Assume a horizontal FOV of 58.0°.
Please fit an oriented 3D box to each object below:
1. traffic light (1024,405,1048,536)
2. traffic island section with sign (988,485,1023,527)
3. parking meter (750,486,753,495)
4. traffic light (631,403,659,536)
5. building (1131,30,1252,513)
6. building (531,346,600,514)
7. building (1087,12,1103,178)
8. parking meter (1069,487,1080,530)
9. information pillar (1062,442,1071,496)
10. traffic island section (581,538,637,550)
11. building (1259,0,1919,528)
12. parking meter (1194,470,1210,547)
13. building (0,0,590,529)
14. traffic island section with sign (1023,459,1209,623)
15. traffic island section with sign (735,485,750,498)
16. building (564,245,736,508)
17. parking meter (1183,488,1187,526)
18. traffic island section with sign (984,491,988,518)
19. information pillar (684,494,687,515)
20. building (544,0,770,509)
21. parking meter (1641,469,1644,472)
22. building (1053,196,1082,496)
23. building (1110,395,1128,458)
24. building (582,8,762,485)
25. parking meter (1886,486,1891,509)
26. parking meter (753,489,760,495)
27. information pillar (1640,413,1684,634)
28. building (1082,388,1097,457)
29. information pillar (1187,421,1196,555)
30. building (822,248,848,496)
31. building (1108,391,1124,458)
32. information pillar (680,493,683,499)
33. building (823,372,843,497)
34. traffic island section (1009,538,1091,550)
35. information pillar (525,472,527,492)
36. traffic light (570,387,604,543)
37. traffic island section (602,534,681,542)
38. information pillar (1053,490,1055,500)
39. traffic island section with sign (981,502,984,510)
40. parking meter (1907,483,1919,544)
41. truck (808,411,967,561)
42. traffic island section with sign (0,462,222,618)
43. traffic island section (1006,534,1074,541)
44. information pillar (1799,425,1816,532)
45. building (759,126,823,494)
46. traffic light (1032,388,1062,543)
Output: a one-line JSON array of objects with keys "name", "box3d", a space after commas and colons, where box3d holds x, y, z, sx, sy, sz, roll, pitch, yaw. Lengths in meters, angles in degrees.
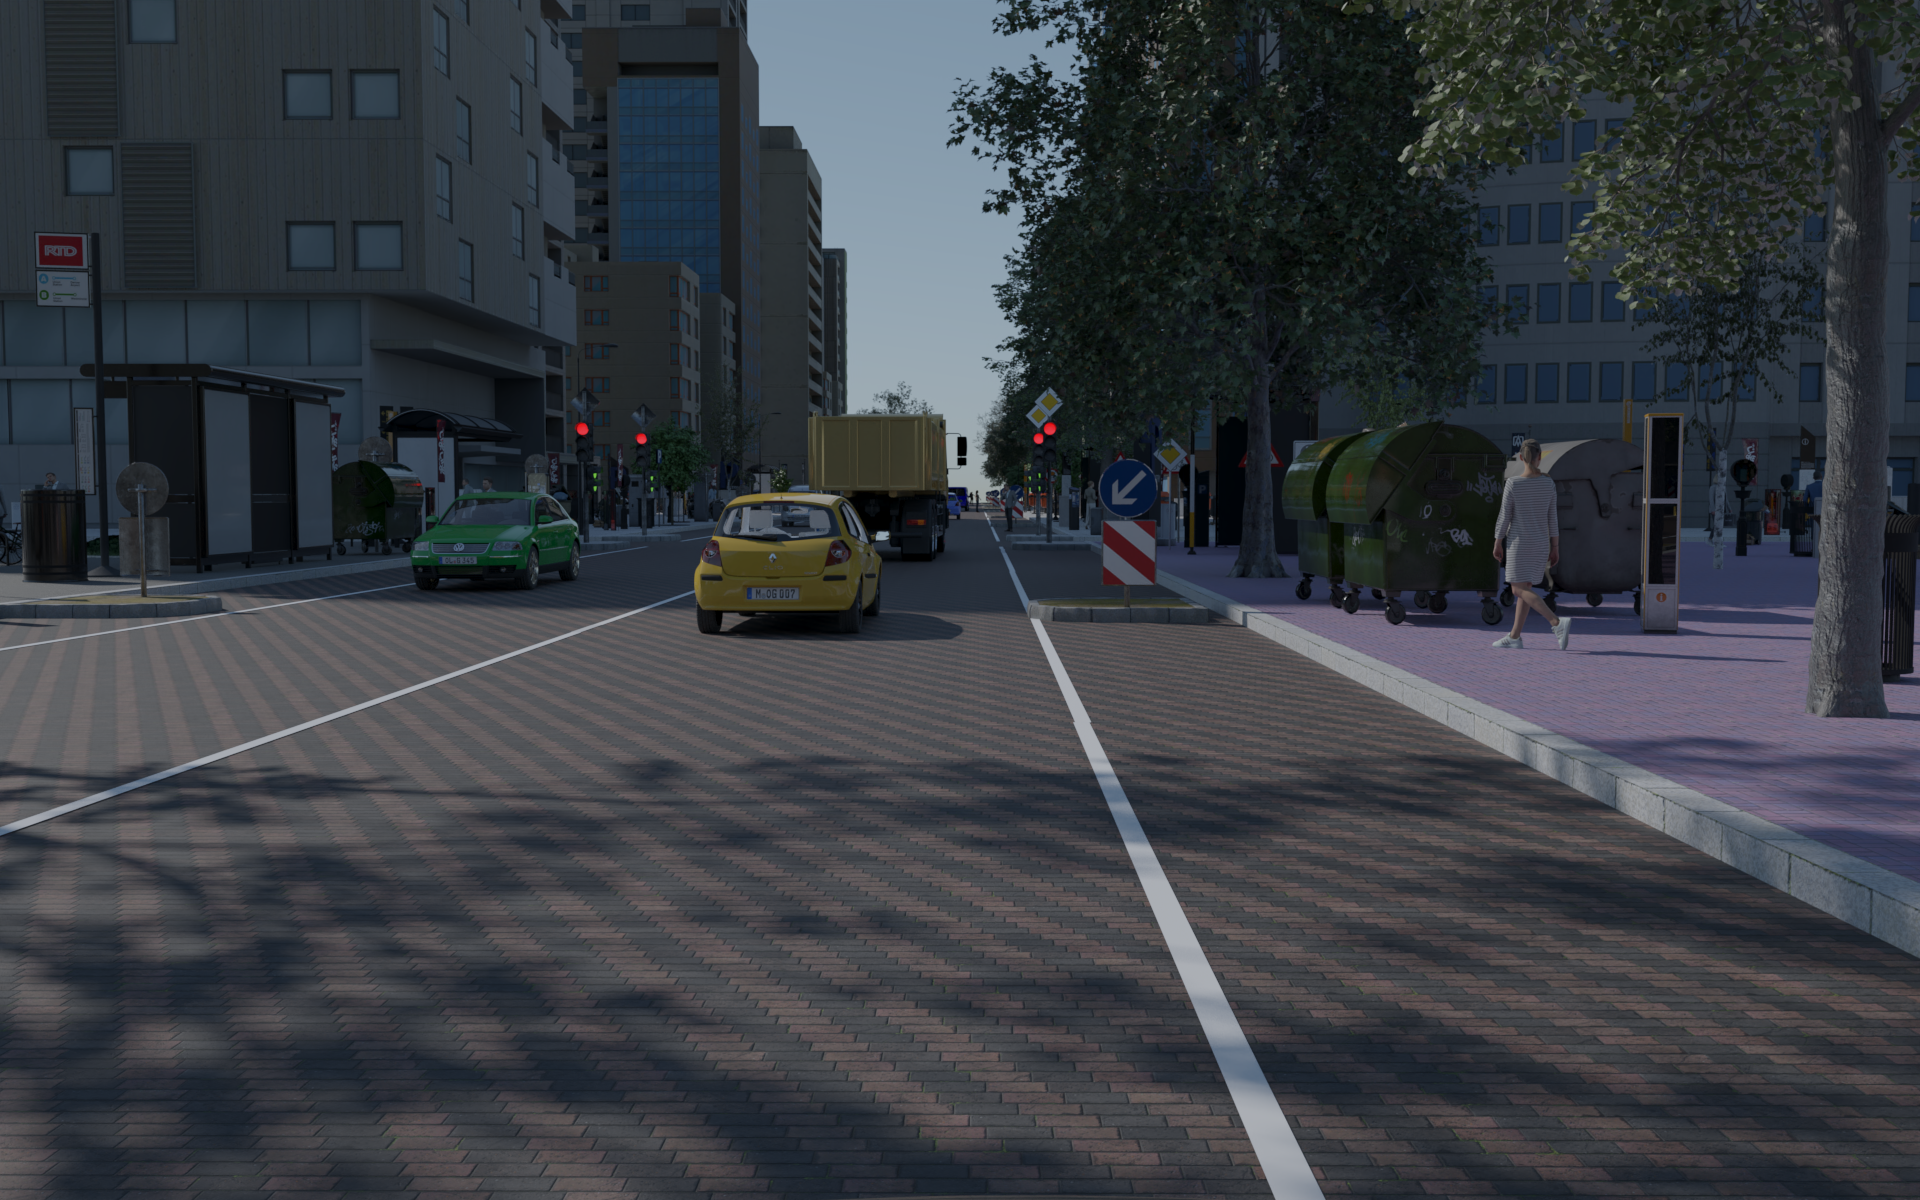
[{"name": "traffic light", "box3d": [2.402, -3.946, 53.440, 0.839, 4.253, 0.868, 0, 4, 1]}, {"name": "traffic island section with sign", "box3d": [2.327, -4.108, 75.796, 1.989, 1.847, 2.006, 0, 4, 1]}, {"name": "parking meter", "box3d": [-13.695, -6.604, 113.690, 0.255, 1.863, 0.399, 0, 4, 4]}, {"name": "traffic light", "box3d": [-9.759, -3.952, 53.539, 0.839, 4.253, 0.868, 0, 4, 1]}, {"name": "building", "box3d": [21.983, -30.350, 146.326, 14.600, 45.320, 14.200, 0, 4, 1]}, {"name": "building", "box3d": [-33.688, -40.873, 106.524, 20.563, 71.187, 20.611, 0, 4, 1]}, {"name": "building", "box3d": [26.755, -57.251, 248.725, 22.319, 86.520, 31.000, 0, 4, 1]}, {"name": "parking meter", "box3d": [4.062, -3.251, 61.573, 0.372, 1.533, 0.369, 0, 3, 0]}, {"name": "information pillar", "box3d": [4.647, -5.165, 75.794, 0.504, 3.616, 0.183, -3, 5, -40]}, {"name": "traffic island section", "box3d": [-9.875, -1.432, 45.689, 2.009, 0.180, 2.903, 0, 4, 1]}, {"name": "building", "box3d": [28.287, -32.513, 73.588, 28.212, 58.520, 21.231, 0, 4, 1]}, {"name": "parking meter", "box3d": [5.842, -2.223, 42.063, 0.399, 1.863, 0.255, 0, 4, -4]}, {"name": "building", "box3d": [-32.605, -29.691, 74.681, 28.713, 52.752, 27.495, 0, 4, 1]}, {"name": "traffic island section with sign", "box3d": [1.795, -0.712, 20.263, 1.989, 1.847, 2.006, 0, 4, 1]}, {"name": "traffic island section with sign", "box3d": [-9.595, -4.155, 76.555, 1.989, 1.847, 2.006, 0, 4, 1]}, {"name": "building", "box3d": [-34.391, -18.256, 143.529, 27.650, 21.520, 28.899, 0, 4, 1]}, {"name": "parking meter", "box3d": [9.091, -3.710, 69.068, 0.372, 1.533, 0.369, 0, 3, 0]}, {"name": "traffic island section with sign", "box3d": [2.587, -5.777, 103.075, 1.989, 1.847, 2.006, 0, 4, 1]}, {"name": "information pillar", "box3d": [-16.713, -6.968, 105.275, 0.183, 3.616, 0.504, 0, 3, 0]}, {"name": "building", "box3d": [-30.677, -45.429, 181.018, 20.563, 71.187, 20.611, 0, 4, 1]}, {"name": "parking meter", "box3d": [13.261, -1.681, 33.202, 0.399, 1.863, 0.255, -2, 4, -28]}, {"name": "building", "box3d": [25.446, -39.905, 276.149, 21.300, 48.544, 21.600, 0, 4, 1]}, {"name": "building", "box3d": [28.961, -35.327, 166.843, 28.713, 52.752, 27.495, 0, 4, 1]}, {"name": "building", "box3d": [-26.722, -31.455, 164.397, 14.600, 45.320, 14.200, 0, 4, 1]}, {"name": "parking meter", "box3d": [28.238, -2.724, 52.955, 0.372, 1.533, 0.369, 0, 3, 0]}, {"name": "parking meter", "box3d": [-11.183, -5.304, 95.125, 0.372, 1.533, 0.369, 0, 3, 0]}, {"name": "information pillar", "box3d": [6.457, -0.700, 15.945, 0.304, 2.012, 0.304, 1, 4, 16]}, {"name": "building", "box3d": [23.018, -27.906, 227.959, 14.160, 30.474, 14.107, 0, 4, 1]}, {"name": "information pillar", "box3d": [4.934, -2.776, 36.746, 0.183, 3.616, 0.504, 1, 4, 8]}, {"name": "building", "box3d": [-25.714, -36.487, 280.157, 14.154, 41.232, 14.086, 0, 4, 1]}, {"name": "building", "box3d": [22.486, -30.857, 188.112, 14.154, 41.232, 14.086, 0, 4, 1]}, {"name": "information pillar", "box3d": [-19.688, -7.229, 122.684, 0.304, 2.012, 0.304, 0, 4, 8]}, {"name": "building", "box3d": [-32.458, -25.306, 258.791, 27.650, 21.520, 28.899, 0, 4, 1]}, {"name": "traffic island section", "box3d": [2.366, -1.424, 45.568, 2.009, 0.180, 2.903, 0, 4, 1]}, {"name": "information pillar", "box3d": [-14.433, -3.294, 58.352, 0.304, 2.012, 0.304, 1, 4, 11]}, {"name": "traffic light", "box3d": [-9.835, -3.464, 45.554, 0.839, 4.253, 0.868, 0, 4, 1]}, {"name": "traffic island section", "box3d": [-9.799, -1.920, 53.674, 2.009, 0.180, 2.903, 0, 4, 1]}, {"name": "information pillar", "box3d": [7.057, -7.525, 127.526, 0.304, 2.012, 0.304, 1, 4, 15]}, {"name": "traffic island section with sign", "box3d": [3.066, -8.830, 152.990, 1.989, 1.847, 2.006, 0, 4, 1]}, {"name": "parking meter", "box3d": [22.143, -1.940, 40.125, 0.372, 1.533, 0.369, 0, 3, 0]}, {"name": "truck", "box3d": [-1.681, -2.727, 40.517, 3.469, 3.379, 9.791, 0, 4, 2]}, {"name": "traffic island section with sign", "box3d": [-10.117, -0.751, 20.914, 1.989, 1.847, 2.006, 0, 4, 1]}, {"name": "traffic island section", "box3d": [2.442, -1.913, 53.553, 2.009, 0.180, 2.903, 0, 4, 1]}, {"name": "information pillar", "box3d": [28.801, -4.133, 58.930, 0.504, 3.616, 0.183, 1, 4, 11]}, {"name": "building", "box3d": [-29.948, -37.177, 231.551, 21.300, 48.544, 21.600, 0, 4, 1]}, {"name": "traffic light", "box3d": [2.326, -3.458, 45.455, 0.839, 4.253, 0.868, 0, 4, 1]}]
